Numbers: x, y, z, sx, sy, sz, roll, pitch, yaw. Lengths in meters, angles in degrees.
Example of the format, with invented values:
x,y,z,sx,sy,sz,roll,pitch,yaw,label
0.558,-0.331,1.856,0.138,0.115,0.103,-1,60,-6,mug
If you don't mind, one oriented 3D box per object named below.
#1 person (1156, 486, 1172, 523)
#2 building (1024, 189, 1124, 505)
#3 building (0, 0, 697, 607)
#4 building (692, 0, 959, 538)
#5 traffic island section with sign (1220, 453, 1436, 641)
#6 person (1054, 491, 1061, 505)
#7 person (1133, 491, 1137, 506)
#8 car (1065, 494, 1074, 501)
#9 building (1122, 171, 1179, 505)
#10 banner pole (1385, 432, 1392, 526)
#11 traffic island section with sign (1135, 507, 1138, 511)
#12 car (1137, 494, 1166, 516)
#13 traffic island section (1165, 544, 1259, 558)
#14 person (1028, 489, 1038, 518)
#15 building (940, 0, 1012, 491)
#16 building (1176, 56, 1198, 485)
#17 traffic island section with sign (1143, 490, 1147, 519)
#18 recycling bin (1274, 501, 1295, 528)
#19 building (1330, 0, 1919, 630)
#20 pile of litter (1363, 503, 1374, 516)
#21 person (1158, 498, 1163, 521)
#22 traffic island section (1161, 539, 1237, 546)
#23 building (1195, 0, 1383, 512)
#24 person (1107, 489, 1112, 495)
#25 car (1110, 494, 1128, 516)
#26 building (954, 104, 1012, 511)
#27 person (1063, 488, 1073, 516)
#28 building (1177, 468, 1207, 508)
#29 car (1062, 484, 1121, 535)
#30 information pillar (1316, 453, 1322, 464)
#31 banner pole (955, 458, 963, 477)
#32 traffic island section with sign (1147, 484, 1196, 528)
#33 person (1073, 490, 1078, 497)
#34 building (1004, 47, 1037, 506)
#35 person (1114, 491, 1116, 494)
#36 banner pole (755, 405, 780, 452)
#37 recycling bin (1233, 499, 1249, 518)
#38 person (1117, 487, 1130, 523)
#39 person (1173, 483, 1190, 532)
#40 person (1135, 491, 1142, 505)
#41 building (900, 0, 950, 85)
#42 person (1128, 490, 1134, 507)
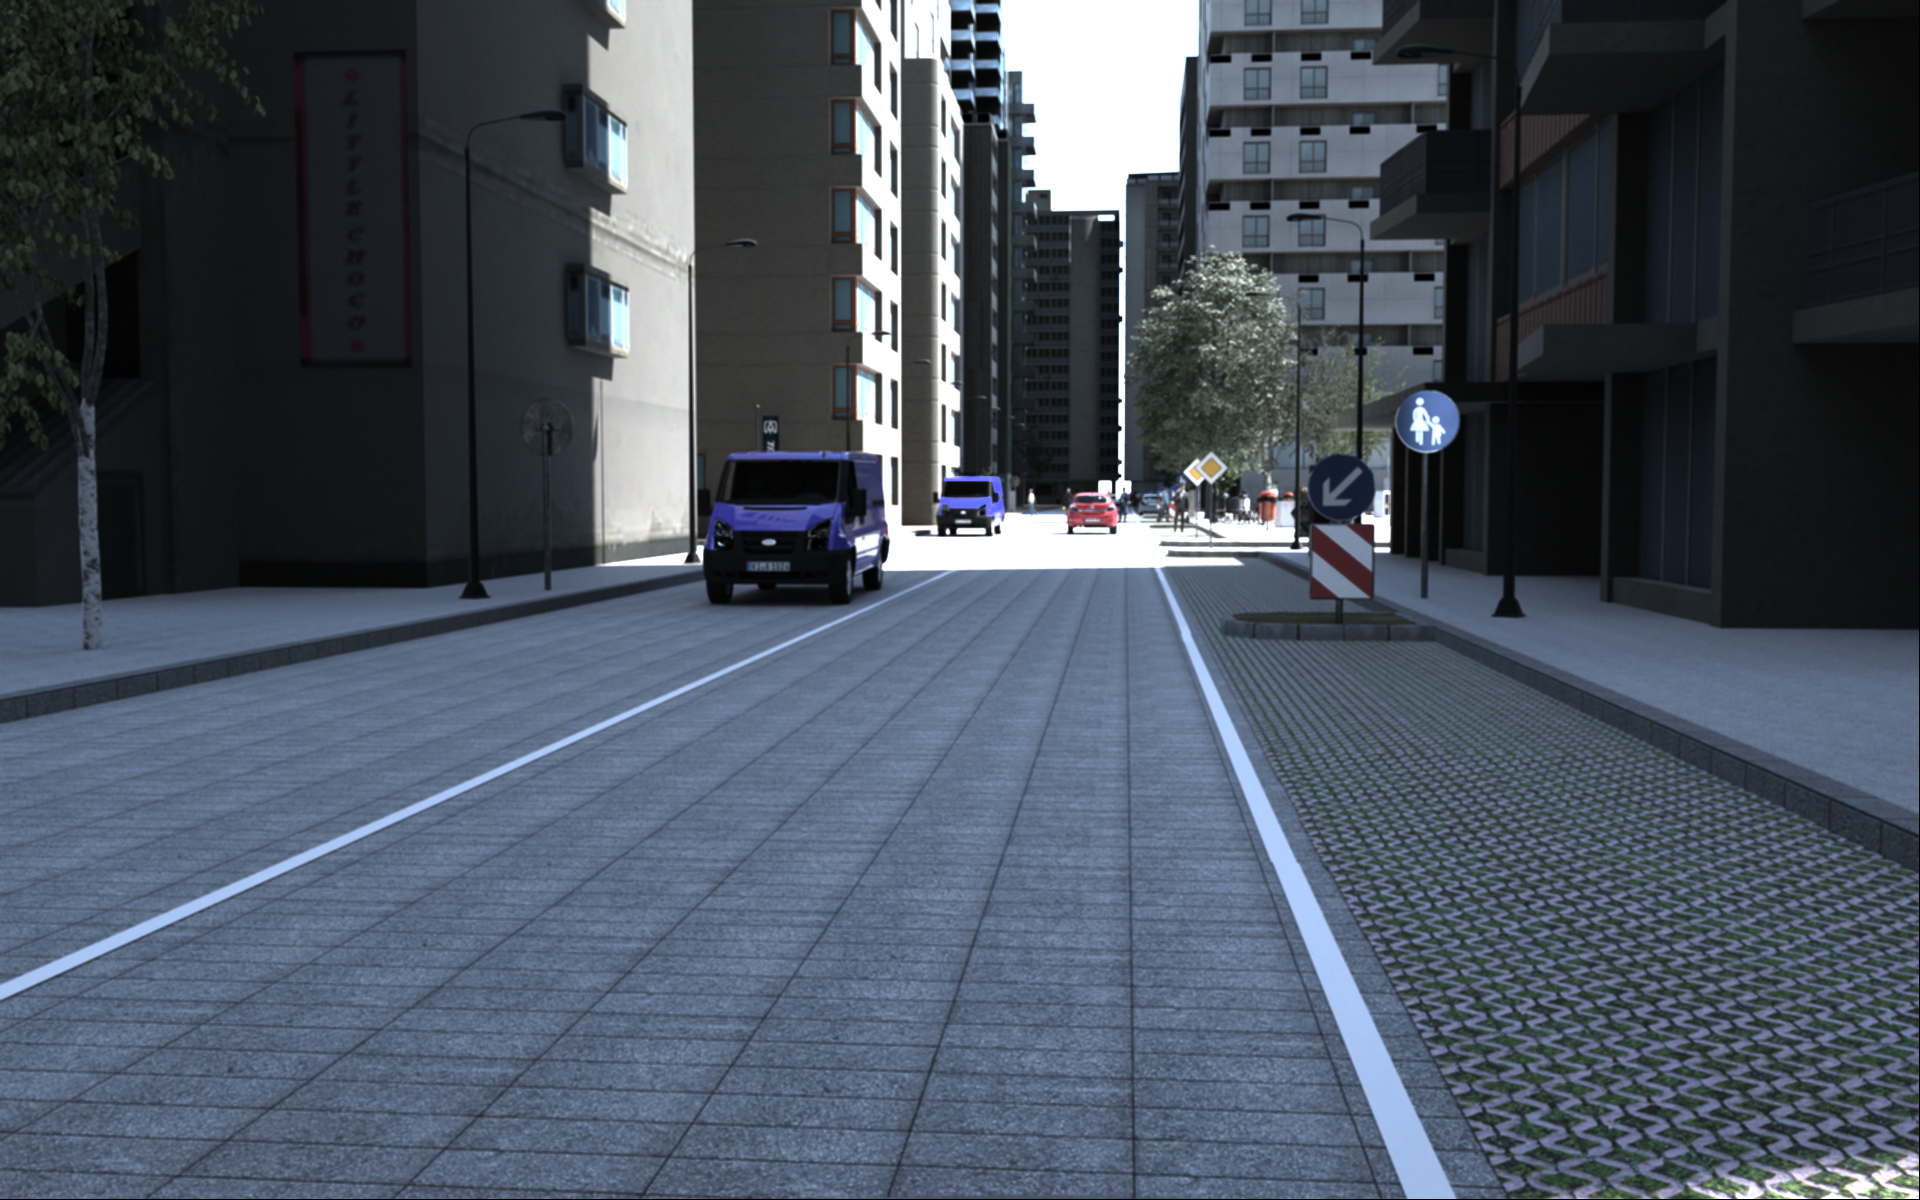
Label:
x,y,z,sx,sy,sz,roll,pitch,yaw,label
10.216,-4.782,86.549,0.748,1.841,0.638,1,4,17,person
9.000,-32.519,223.568,23.993,40.220,32.217,0,4,5,building
-17.306,-24.695,27.462,21.600,48.544,21.300,0,4,5,building
-15.164,-13.439,64.770,27.650,21.520,28.899,0,4,5,building
3.703,-0.558,17.747,1.989,1.847,2.006,0,4,5,traffic island section with sign
11.567,-12.009,204.942,1.348,1.812,0.705,-3,5,-42,person
20.152,-11.639,198.742,0.705,1.831,1.348,3,5,40,person
11.351,-9.907,171.013,2.155,1.783,4.494,0,4,4,car
27.131,-32.387,213.119,14.086,41.232,14.154,0,4,5,building
17.476,-4.897,70.077,0.401,3.779,0.863,0,4,5,banner pole
16.293,-8.614,149.460,1.989,1.847,2.006,0,4,5,traffic island section with sign
12.723,-6.288,114.813,2.014,1.417,4.499,0,4,5,car
5.841,-1.097,40.217,2.009,0.180,2.903,0,4,5,traffic island section
4.457,-5.855,104.906,0.598,1.740,0.731,1,4,17,person
-6.126,-51.444,153.789,22.319,86.520,31.000,0,4,5,building
34.166,-34.263,183.900,21.300,48.544,21.600,0,4,5,building
11.603,-5.611,100.369,1.989,1.847,2.006,0,4,5,traffic island section with sign
12.295,-3.223,65.252,0.722,1.027,0.722,-1,4,-11,recycling bin
17.637,-22.503,22.553,22.147,44.769,28.867,0,4,5,building
24.574,-5.465,103.311,1.719,0.858,1.176,-3,4,-39,pile of litter
10.719,-4.790,91.829,0.382,1.210,0.505,-2,4,-34,person
6.601,-1.583,48.166,2.009,0.180,2.903,0,4,5,traffic island section
32.904,-33.573,138.162,28.713,52.752,27.495,0,4,5,building
11.039,-7.346,128.571,1.348,1.831,0.705,1,4,9,person
10.286,-6.318,115.298,2.014,1.417,4.499,0,4,6,car
-3.511,-22.034,131.962,14.160,30.474,14.107,0,4,5,building
7.450,-6.425,113.771,1.509,1.804,0.699,3,4,37,person
31.270,-44.286,162.323,20.563,71.187,20.611,0,4,5,building
4.779,-3.288,62.806,2.155,1.783,4.494,0,4,4,car
20.546,-6.589,99.091,0.183,3.616,0.504,-3,4,-37,information pillar
-0.076,-8.045,121.560,0.863,3.779,0.401,0,4,7,banner pole
8.950,-3.916,72.653,1.989,1.847,2.006,0,4,5,traffic island section with sign
10.892,-9.331,161.068,1.348,1.823,0.705,3,5,40,person
-7.165,-34.740,187.607,30.456,49.044,23.786,0,4,5,building
17.532,-11.460,196.593,0.721,1.735,1.217,2,4,24,person
-5.489,-3.600,48.878,0.863,3.779,0.401,-1,4,-19,banner pole
15.022,-4.895,92.595,0.722,1.027,0.722,2,4,28,recycling bin
8.049,-4.692,85.404,0.721,1.800,0.419,3,5,43,person
8.224,-3.420,64.386,0.622,1.834,0.822,0,3,0,person
17.243,-9.643,167.099,0.756,1.711,0.436,0,4,6,person
-14.996,-31.559,105.221,28.713,52.752,27.495,0,4,5,building
18.798,-11.103,189.899,0.709,1.838,0.599,-2,4,-28,person
